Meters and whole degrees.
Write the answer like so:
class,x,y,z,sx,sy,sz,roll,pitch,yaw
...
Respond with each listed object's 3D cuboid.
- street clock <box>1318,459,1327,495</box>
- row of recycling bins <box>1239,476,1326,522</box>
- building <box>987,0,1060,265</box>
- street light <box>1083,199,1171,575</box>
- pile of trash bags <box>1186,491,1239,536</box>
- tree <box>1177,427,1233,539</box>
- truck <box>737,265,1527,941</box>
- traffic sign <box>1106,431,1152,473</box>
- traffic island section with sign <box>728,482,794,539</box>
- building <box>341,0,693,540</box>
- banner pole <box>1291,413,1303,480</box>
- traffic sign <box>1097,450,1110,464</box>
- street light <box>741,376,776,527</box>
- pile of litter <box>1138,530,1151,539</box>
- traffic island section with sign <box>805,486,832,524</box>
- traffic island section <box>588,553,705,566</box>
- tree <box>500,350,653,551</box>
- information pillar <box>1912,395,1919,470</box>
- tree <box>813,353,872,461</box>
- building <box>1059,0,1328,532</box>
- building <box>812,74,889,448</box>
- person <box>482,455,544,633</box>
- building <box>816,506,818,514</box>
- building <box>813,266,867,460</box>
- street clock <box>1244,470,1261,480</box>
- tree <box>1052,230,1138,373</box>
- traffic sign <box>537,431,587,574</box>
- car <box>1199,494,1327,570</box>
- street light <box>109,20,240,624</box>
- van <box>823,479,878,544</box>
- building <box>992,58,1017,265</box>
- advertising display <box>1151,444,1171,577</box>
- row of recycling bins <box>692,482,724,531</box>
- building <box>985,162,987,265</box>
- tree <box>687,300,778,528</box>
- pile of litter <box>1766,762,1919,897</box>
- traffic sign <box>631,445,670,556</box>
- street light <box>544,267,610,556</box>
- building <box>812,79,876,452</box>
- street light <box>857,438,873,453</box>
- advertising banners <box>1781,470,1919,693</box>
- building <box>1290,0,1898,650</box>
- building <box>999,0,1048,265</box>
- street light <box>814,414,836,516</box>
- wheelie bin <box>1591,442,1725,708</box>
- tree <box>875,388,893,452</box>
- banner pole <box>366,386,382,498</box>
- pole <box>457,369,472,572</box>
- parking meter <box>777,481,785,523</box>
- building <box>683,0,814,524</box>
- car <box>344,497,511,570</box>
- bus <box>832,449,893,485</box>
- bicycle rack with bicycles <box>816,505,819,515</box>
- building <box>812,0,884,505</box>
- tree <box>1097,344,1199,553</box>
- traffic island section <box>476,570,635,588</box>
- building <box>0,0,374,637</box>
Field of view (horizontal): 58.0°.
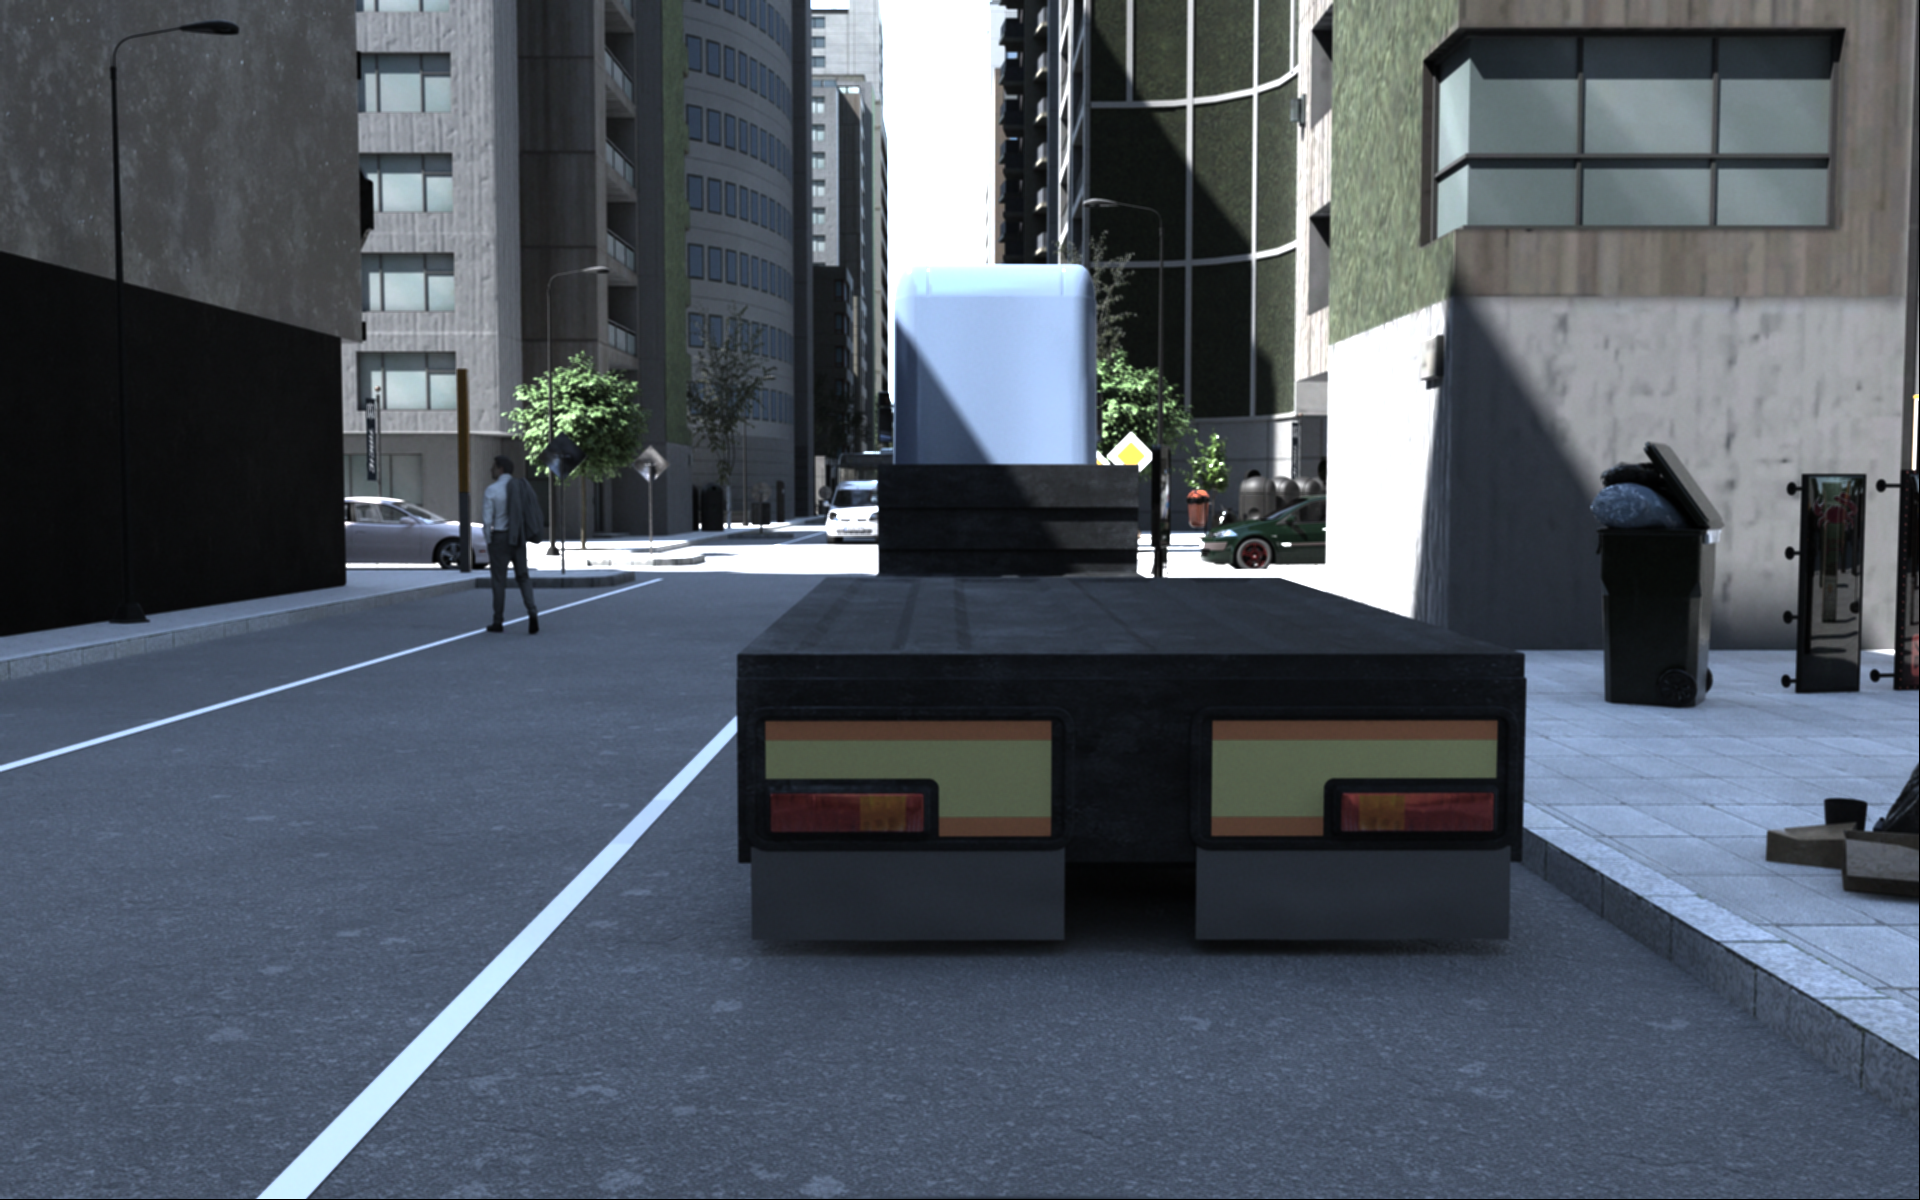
class,x,y,z,sx,sy,sz,roll,pitch,yaw
street clock,7.586,-1.903,35.681,0.358,2.002,0.471,-1,4,-22
row of recycling bins,7.848,-2.081,41.140,1.069,1.692,3.534,3,5,42
building,13.783,-40.770,208.594,21.231,58.520,28.212,0,3,0
street light,2.638,-3.358,27.439,1.470,5.913,1.316,0,3,0
pile of trash bags,7.155,-2.135,44.663,3.447,1.369,1.912,-3,4,-38
tree,7.365,-3.381,49.874,1.663,3.219,1.824,0,3,0
truck,0.457,-1.517,14.568,2.967,4.110,18.799,0,4,0
traffic sign,2.730,-1.473,27.733,0.795,2.450,0.064,0,3,0
traffic island section with sign,-6.444,-2.916,56.309,1.989,1.847,2.006,0,3,0
building,-16.034,-22.436,50.416,14.154,41.232,14.086,0,3,0
banner pole,10.377,-3.874,53.354,0.401,3.779,0.863,2,4,35
traffic sign,2.716,-1.962,35.718,0.795,2.450,0.064,0,3,0
street light,-7.949,-5.861,68.369,1.470,5.913,1.316,0,3,0
pile of litter,4.663,-2.160,49.289,1.719,0.858,1.176,1,4,14
traffic island section with sign,-6.501,-4.629,84.309,1.989,1.847,2.006,0,3,0
traffic island section,-6.401,-0.826,35.784,2.009,0.180,2.903,0,3,0
tree,-8.699,-3.412,39.506,4.285,4.588,4.351,0,3,0
information pillar,7.284,-0.511,12.852,0.304,2.012,0.304,-2,4,-23
tree,-9.595,-10.538,106.710,8.767,10.594,7.601,0,4,-7
building,12.231,-38.171,62.346,20.563,71.187,20.611,0,3,0
building,-19.480,-35.520,204.456,21.300,48.544,21.600,0,3,0
person,-4.612,-0.568,17.882,0.679,1.850,0.850,-3,5,-43
building,-18.899,-41.681,119.728,20.563,71.187,20.611,0,3,0
building,-22.447,-18.404,145.947,27.650,21.520,28.899,0,3,0
street clock,8.709,-2.879,51.648,0.471,2.002,0.358,-1,4,-22
tree,3.111,-6.010,48.627,4.360,8.622,3.978,0,3,0
traffic sign,-6.364,-1.474,27.738,0.795,2.450,0.064,0,3,0
car,6.567,-1.367,32.143,4.222,1.686,2.009,0,4,1
street light,-7.764,-2.727,17.136,1.470,5.913,1.316,0,3,0
van,-2.965,-2.675,50.745,2.013,2.044,4.112,0,4,1
building,10.315,-32.367,179.318,14.600,45.320,14.200,0,3,0
advertising display,2.656,-1.080,22.879,0.123,1.923,0.974,1,4,15
row of recycling bins,-9.920,-3.235,60.010,3.534,1.692,1.069,0,4,4
building,14.133,-37.338,234.181,21.300,48.544,21.600,0,3,0
tree,-8.908,-6.999,64.796,4.360,8.622,3.978,0,3,0
pile of litter,3.396,0.513,5.576,1.176,0.858,1.719,0,4,-7
traffic sign,-6.378,-1.962,35.723,0.795,2.450,0.064,0,3,0
street light,-7.867,-3.856,35.590,1.470,5.913,1.316,0,3,0
building,-15.492,-29.554,166.809,14.154,41.232,14.086,0,3,0
street light,-7.999,-10.526,144.647,1.470,5.913,1.316,0,3,0
advertising banners,6.322,-0.923,11.281,2.074,3.025,0.090,-1,4,-13
building,11.015,-15.196,20.151,14.160,30.474,14.107,0,3,0
building,14.069,-28.974,128.352,22.147,44.769,28.867,0,3,0
street light,-7.927,-7.845,100.802,1.470,5.913,1.316,0,3,0
wheelie bin,4.285,-0.169,10.677,0.693,1.594,0.980,2,4,31
tree,-9.314,-16.531,187.290,9.611,12.733,9.660,0,3,0
banner pole,-13.530,-3.060,40.051,0.401,3.779,0.863,0,4,7
pole,-8.106,-2.109,28.324,0.158,3.312,0.155,0,3,0
parking meter,-7.975,-4.360,77.004,0.255,1.863,0.399,1,4,13
building,-18.946,-33.206,84.923,21.231,58.520,28.212,0,3,0
car,-10.765,-1.236,32.575,4.827,1.381,2.083,0,4,-2
bus,-3.285,-4.638,70.685,2.948,3.499,13.247,0,4,0
bicycle rack with bicycles,-9.522,-5.534,103.857,2.852,0.926,2.925,3,5,42
building,-19.325,-49.984,255.484,20.563,71.187,20.611,0,3,0
tree,3.552,-3.322,38.024,4.285,4.588,4.351,0,3,0
traffic island section,-6.388,-0.338,27.799,2.009,0.180,2.903,0,3,0
building,-16.958,-9.242,18.566,16.811,18.784,16.820,0,3,0
